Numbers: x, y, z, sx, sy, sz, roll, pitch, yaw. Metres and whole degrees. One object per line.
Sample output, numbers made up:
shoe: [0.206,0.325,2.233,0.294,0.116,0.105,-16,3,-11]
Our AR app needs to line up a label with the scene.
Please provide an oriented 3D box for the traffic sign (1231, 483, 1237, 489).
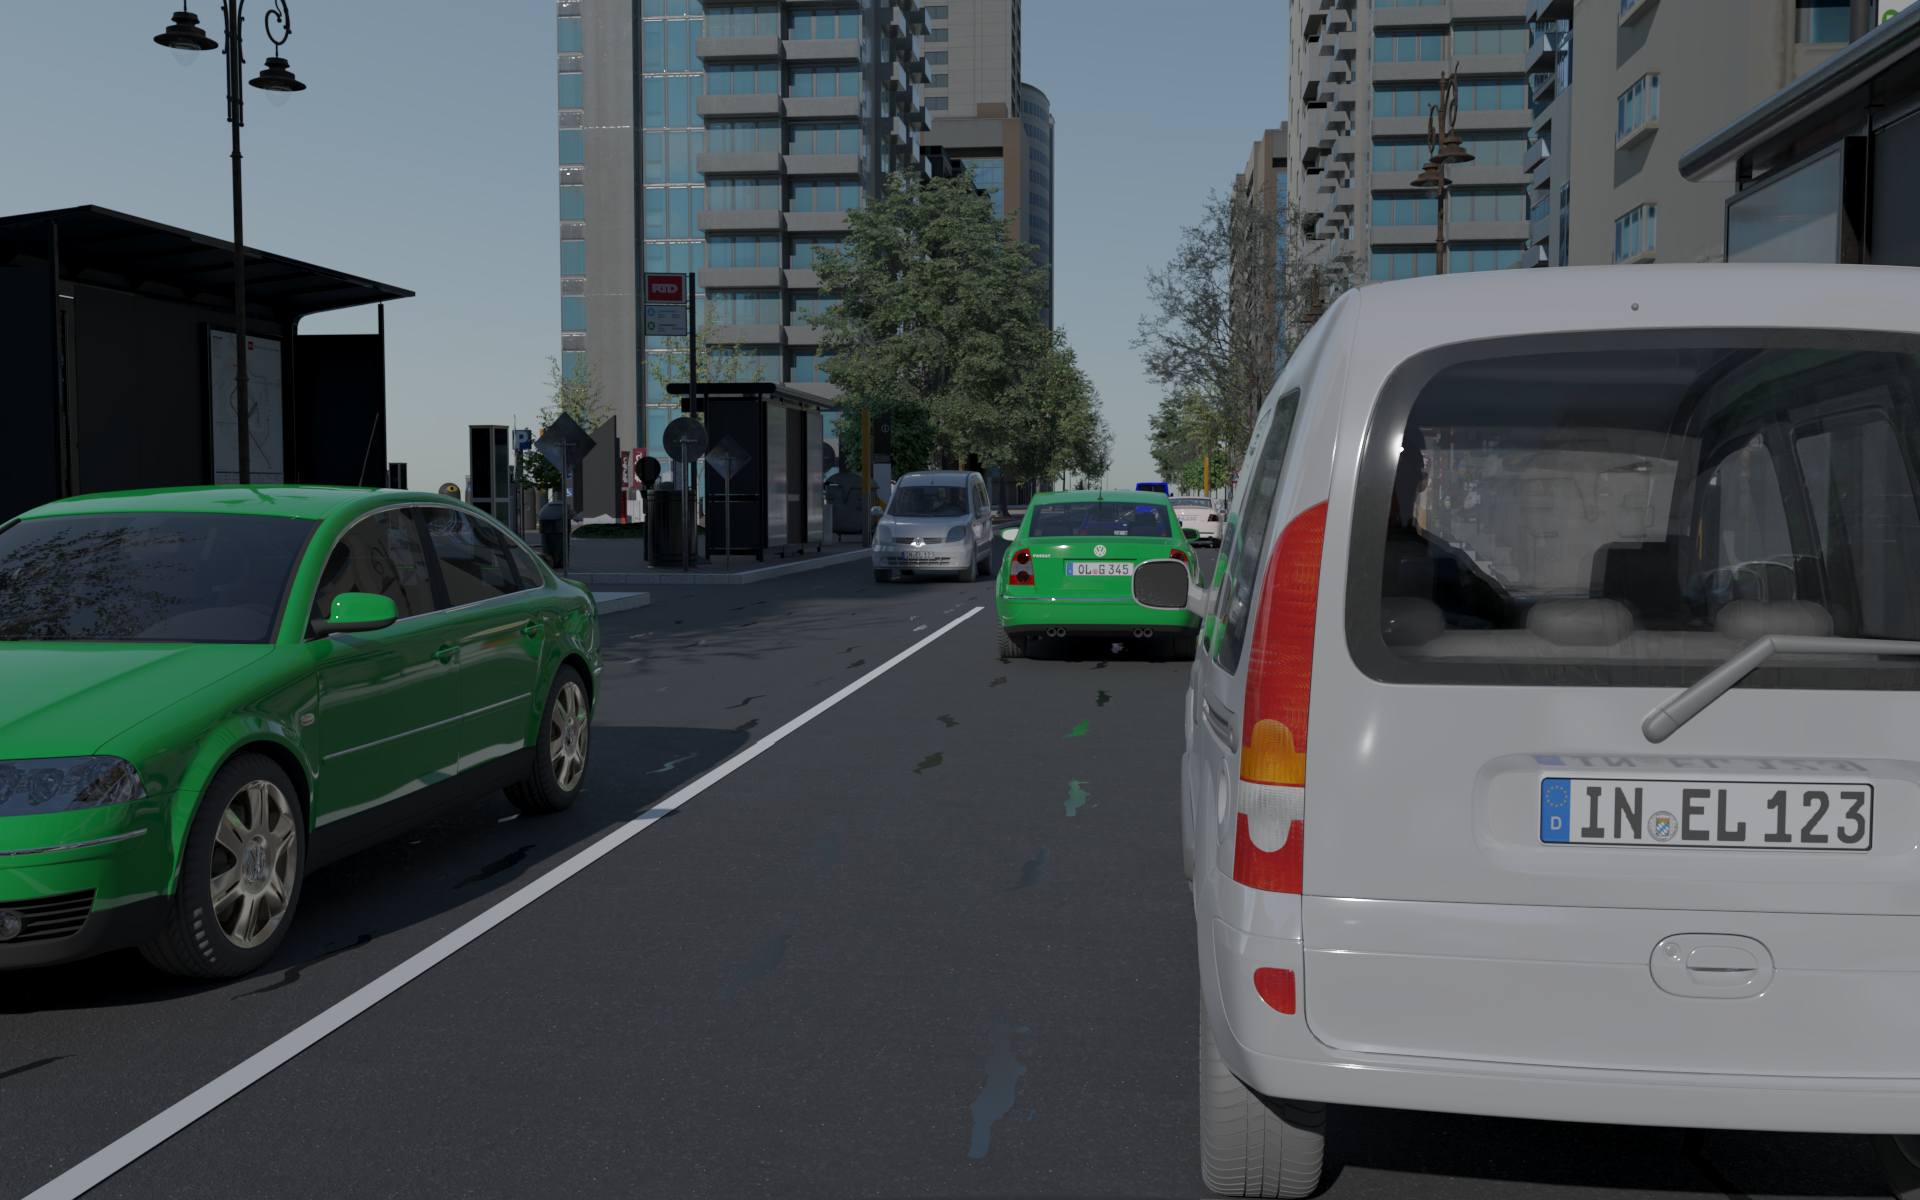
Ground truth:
traffic sign: [15.451,-5.934,97.127,0.768,2.556,0.104,0,4,7]

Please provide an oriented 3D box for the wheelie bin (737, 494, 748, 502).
wheelie bin: [-13.216,-5.983,105.731,0.693,1.594,0.980,-3,5,-42]

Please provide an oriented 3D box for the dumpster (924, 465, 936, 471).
dumpster: [-1.317,-3.355,57.342,1.502,2.255,1.985,0,4,6]

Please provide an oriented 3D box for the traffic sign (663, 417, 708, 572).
traffic sign: [-4.533,-1.739,28.536,0.768,2.556,0.104,0,4,8]

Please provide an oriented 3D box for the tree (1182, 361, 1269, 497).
tree: [14.465,-8.533,89.882,4.360,8.622,3.978,0,3,0]

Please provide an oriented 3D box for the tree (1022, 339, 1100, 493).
tree: [5.299,-12.401,120.878,7.486,12.596,7.792,0,3,0]

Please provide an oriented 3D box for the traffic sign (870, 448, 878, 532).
traffic sign: [-2.324,-2.924,47.915,0.768,2.556,0.104,1,4,12]

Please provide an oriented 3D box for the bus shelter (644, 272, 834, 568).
bus shelter: [-4.337,-3.448,34.014,2.179,5.291,8.768,0,4,6]

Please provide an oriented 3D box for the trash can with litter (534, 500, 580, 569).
trash can with litter: [-6.999,-1.122,29.724,0.624,1.170,1.055,1,4,11]

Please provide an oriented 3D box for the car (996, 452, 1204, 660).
car: [1.328,-0.467,16.427,1.959,1.807,4.718,0,4,5]

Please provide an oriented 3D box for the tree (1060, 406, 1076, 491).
tree: [9.517,-15.251,159.717,12.009,13.543,11.850,0,3,0]

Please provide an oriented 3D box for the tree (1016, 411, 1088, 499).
tree: [4.710,-9.767,110.050,4.737,8.622,4.395,0,3,0]

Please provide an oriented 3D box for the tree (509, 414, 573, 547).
tree: [-10.043,-2.912,42.207,1.663,3.219,1.824,0,3,0]

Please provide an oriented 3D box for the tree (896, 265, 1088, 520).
tree: [1.181,-10.289,85.225,9.611,12.733,9.660,0,3,0]

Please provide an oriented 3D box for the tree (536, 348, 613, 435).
tree: [-19.630,-8.414,87.929,4.737,8.622,4.395,0,3,0]

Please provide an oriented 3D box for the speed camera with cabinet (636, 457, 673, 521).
speed camera with cabinet: [-12.407,-4.728,71.643,0.660,3.252,2.038,3,5,41]

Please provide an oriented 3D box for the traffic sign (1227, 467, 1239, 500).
traffic sign: [12.721,-4.941,80.790,0.884,2.594,0.081,1,4,9]

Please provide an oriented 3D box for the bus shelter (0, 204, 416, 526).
bus shelter: [-7.532,-1.589,17.267,1.731,3.624,6.357,0,4,7]

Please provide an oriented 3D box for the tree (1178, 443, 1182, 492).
tree: [23.569,-13.152,165.396,4.360,8.622,3.978,0,3,0]

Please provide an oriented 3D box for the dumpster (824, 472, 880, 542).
dumpster: [-2.876,-2.445,45.735,1.264,1.857,1.865,0,4,6]

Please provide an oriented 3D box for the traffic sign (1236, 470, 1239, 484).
traffic sign: [14.998,-5.680,92.979,0.768,2.556,0.104,0,4,8]

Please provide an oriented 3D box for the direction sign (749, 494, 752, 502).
direction sign: [-5.036,-3.039,41.677,0.379,3.537,0.876,1,4,8]

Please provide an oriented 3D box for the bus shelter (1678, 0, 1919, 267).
bus shelter: [5.232,-1.906,8.797,2.179,5.291,8.768,0,4,7]

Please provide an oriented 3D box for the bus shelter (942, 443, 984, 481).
bus shelter: [0.246,-5.195,76.223,1.731,3.624,6.357,0,4,7]

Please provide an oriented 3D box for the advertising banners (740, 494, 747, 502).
advertising banners: [-10.010,-5.330,83.332,0.090,3.025,2.074,-3,4,-39]

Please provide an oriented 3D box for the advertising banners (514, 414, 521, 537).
advertising banners: [-9.994,-2.621,39.045,0.090,3.025,2.074,-1,4,-12]

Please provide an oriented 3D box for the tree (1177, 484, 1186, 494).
tree: [31.291,-15.173,242.681,1.663,3.219,1.824,0,3,0]

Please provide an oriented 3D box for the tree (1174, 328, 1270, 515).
tree: [11.522,-7.641,75.288,4.737,8.622,4.395,0,3,0]

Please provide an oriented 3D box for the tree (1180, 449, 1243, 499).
tree: [16.631,-7.884,112.612,4.285,4.588,4.351,0,3,0]

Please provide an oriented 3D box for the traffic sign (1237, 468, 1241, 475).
traffic sign: [14.026,-5.300,86.660,0.884,2.594,0.081,1,4,14]

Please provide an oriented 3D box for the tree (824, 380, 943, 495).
tree: [-2.124,-4.061,50.113,4.285,4.588,4.351,0,3,0]

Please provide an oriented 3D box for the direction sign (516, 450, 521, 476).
direction sign: [-21.353,-5.623,83.933,0.379,3.537,0.876,0,4,6]

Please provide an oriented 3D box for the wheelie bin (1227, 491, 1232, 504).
wheelie bin: [15.917,-5.689,100.928,0.693,1.594,0.980,0,4,3]

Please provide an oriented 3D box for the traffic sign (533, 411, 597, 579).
traffic sign: [-4.803,-1.066,21.076,0.795,2.450,0.064,0,4,7]

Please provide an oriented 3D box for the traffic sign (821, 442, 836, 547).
traffic sign: [-3.385,-2.555,41.883,0.768,2.556,0.104,1,4,10]

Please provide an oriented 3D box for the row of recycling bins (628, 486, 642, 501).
row of recycling bins: [-13.998,-4.257,76.712,1.069,1.692,3.534,0,4,2]

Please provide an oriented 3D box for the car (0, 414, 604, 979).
car: [-2.800,0.134,6.601,1.959,1.807,4.718,0,4,7]

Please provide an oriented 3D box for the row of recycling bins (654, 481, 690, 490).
row of recycling bins: [-9.509,-3.055,57.057,1.069,1.692,3.534,0,4,-3]

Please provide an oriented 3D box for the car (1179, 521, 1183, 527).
car: [2.903,-1.076,30.173,1.945,1.354,3.894,0,4,6]

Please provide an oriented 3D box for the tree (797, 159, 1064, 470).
tree: [-1.003,-9.715,65.497,9.857,13.997,8.962,0,3,0]

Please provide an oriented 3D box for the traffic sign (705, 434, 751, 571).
traffic sign: [-3.892,-1.551,29.009,0.795,2.450,0.064,0,4,7]

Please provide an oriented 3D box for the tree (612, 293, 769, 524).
tree: [-9.294,-6.866,62.628,4.737,8.622,4.395,0,3,0]

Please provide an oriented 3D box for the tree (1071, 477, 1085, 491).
tree: [13.361,-12.021,191.142,1.663,3.219,1.824,0,3,0]

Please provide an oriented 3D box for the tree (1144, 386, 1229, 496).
tree: [26.771,-18.191,204.081,9.857,13.997,8.962,0,3,0]

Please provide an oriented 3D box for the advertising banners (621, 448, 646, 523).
advertising banners: [-12.946,-4.265,65.926,2.074,3.025,0.090,0,4,4]

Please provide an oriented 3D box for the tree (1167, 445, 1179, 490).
tree: [24.644,-14.384,185.547,4.360,8.622,3.978,0,3,0]

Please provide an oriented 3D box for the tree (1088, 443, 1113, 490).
tree: [14.612,-15.212,199.072,4.737,8.622,4.395,0,3,0]

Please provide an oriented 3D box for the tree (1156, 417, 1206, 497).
tree: [29.107,-18.459,227.552,9.928,11.665,9.643,0,3,0]

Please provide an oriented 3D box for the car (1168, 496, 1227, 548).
car: [6.272,-2.152,47.550,2.083,1.381,4.827,0,4,8]

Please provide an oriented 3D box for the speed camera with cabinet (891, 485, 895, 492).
speed camera with cabinet: [-2.287,-4.905,74.531,0.660,3.252,2.038,3,5,45]

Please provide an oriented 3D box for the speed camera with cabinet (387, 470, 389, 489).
speed camera with cabinet: [-20.709,-4.062,60.754,0.660,3.252,2.038,1,4,9]

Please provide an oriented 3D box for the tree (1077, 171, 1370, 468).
tree: [11.450,-9.515,65.934,12.009,13.543,11.850,0,3,0]

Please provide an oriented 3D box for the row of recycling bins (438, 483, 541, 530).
row of recycling bins: [-16.956,-3.365,62.123,3.534,1.692,1.069,0,4,1]

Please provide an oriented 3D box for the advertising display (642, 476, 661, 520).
advertising display: [-10.697,-3.361,60.166,0.123,1.923,0.974,2,4,25]
